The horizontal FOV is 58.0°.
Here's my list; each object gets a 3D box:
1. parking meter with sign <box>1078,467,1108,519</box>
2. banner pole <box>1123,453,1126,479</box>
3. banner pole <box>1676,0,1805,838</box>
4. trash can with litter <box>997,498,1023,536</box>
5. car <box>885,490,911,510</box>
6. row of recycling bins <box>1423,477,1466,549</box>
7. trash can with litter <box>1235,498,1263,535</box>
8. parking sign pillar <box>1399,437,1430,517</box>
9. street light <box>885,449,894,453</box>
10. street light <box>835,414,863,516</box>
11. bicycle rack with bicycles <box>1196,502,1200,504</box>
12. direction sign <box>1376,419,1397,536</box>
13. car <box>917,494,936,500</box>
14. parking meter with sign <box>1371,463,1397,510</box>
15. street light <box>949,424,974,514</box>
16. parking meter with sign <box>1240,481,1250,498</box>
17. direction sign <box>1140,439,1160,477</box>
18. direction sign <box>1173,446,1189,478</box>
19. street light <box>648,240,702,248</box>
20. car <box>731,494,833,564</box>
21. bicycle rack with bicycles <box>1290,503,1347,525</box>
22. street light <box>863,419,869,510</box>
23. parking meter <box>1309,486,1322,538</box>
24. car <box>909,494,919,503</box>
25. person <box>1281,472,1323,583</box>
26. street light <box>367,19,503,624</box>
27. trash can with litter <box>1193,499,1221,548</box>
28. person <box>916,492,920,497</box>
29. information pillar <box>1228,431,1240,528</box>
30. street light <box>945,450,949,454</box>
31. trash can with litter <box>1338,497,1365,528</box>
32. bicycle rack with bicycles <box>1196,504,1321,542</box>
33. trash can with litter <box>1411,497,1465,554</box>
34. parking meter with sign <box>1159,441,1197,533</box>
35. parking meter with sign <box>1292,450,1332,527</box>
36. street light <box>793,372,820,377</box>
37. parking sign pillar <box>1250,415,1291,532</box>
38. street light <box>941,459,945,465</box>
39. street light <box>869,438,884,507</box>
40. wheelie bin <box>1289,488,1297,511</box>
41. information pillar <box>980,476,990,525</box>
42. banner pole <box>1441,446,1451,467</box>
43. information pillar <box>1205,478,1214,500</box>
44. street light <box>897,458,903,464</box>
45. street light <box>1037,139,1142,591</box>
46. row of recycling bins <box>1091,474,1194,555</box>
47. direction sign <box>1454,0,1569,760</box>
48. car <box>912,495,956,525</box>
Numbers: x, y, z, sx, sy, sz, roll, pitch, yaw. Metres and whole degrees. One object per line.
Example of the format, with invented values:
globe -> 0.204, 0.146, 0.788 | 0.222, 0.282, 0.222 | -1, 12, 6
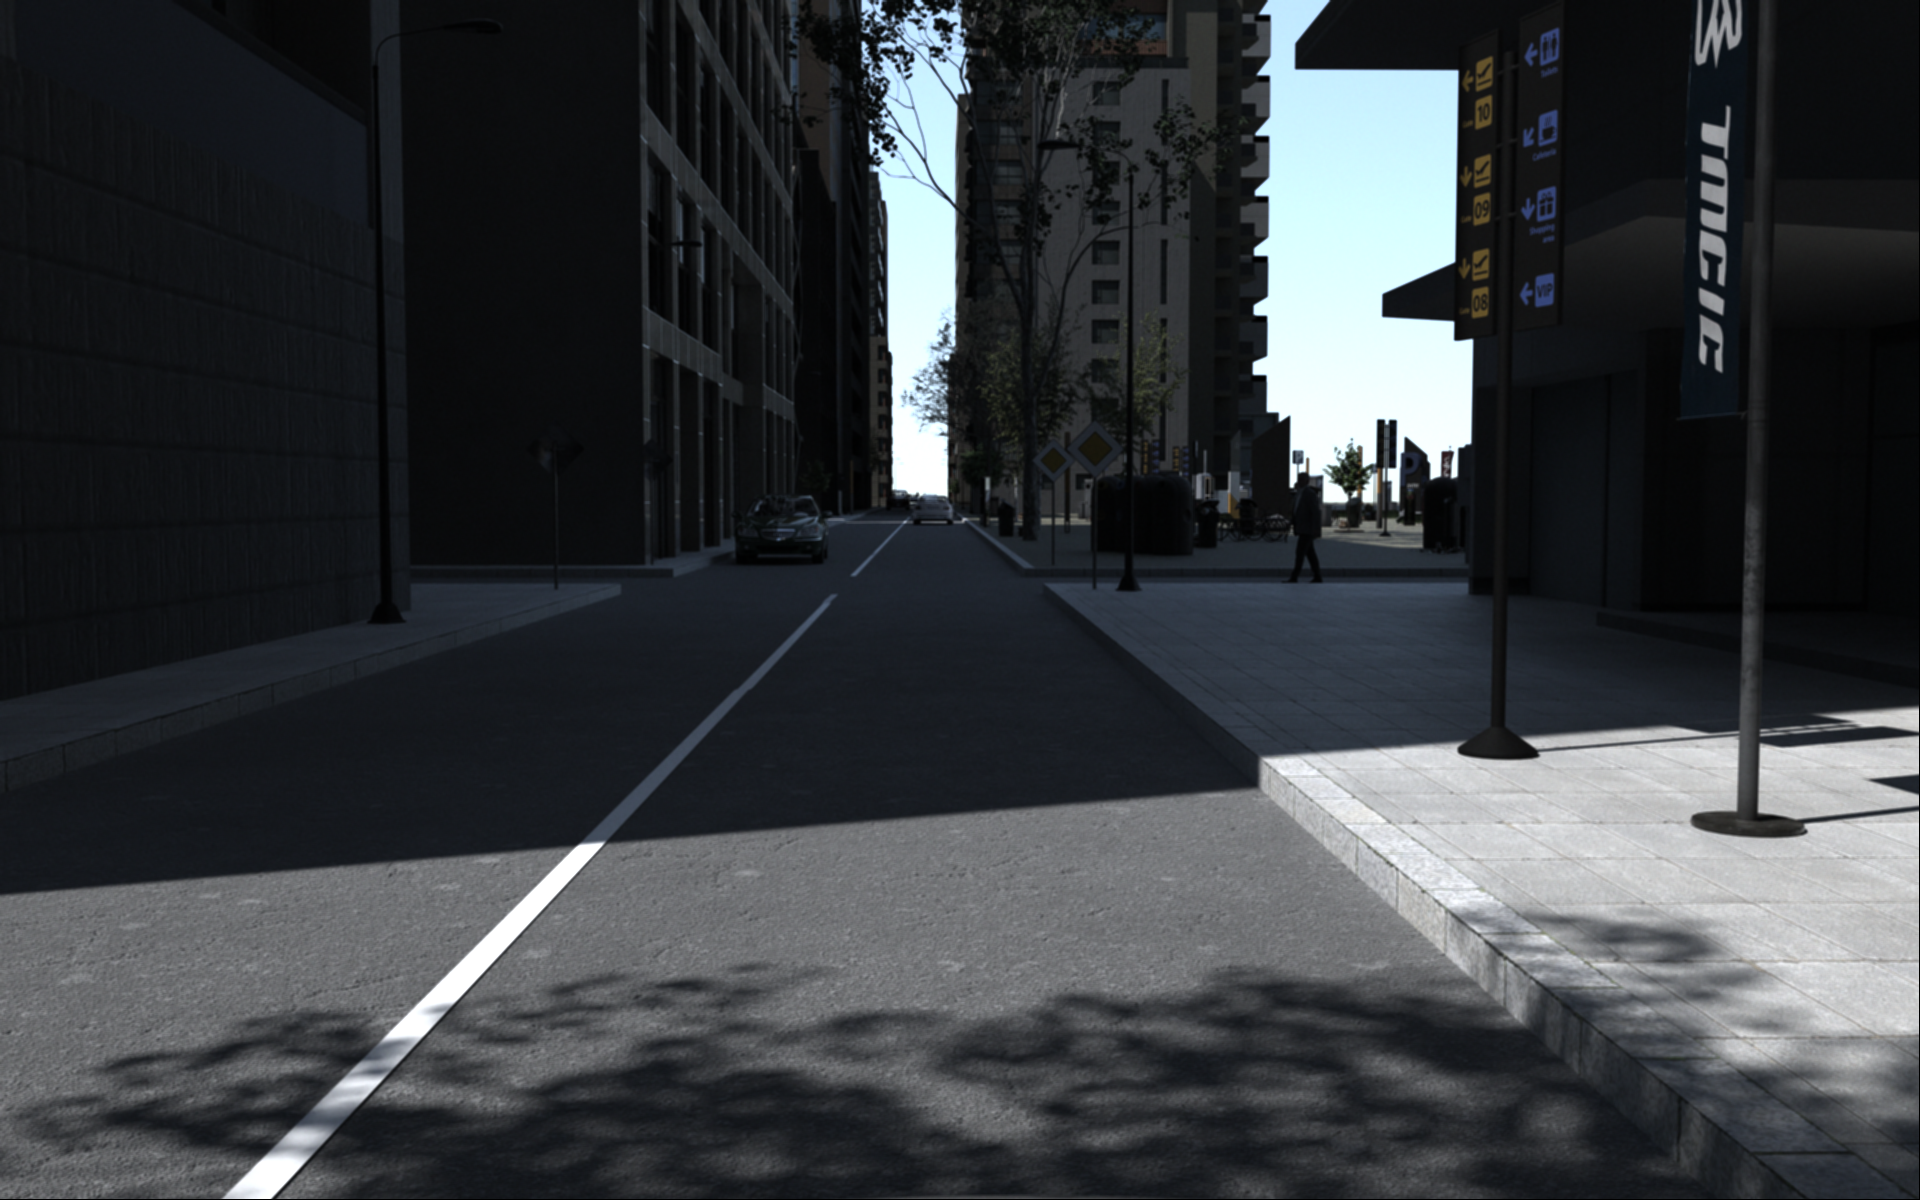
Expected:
parking meter with sign -> 6.766, -5.656, 88.742 | 0.543, 3.016, 1.738 | -3, 5, -41
banner pole -> 9.198, -6.508, 96.425 | 0.401, 3.779, 0.863 | 1, 4, 21
banner pole -> 3.012, -1.025, 6.771 | 0.401, 3.779, 0.863 | 0, 4, -3
trash can with litter -> 1.650, -2.521, 52.611 | 1.055, 1.170, 0.624 | 1, 4, 8
car -> -5.466, -8.835, 153.117 | 2.281, 1.827, 5.304 | 0, 4, 0
row of recycling bins -> 12.251, -2.129, 41.918 | 1.069, 1.692, 3.534 | 3, 4, 38
trash can with litter -> 9.117, -2.624, 54.289 | 0.624, 1.170, 1.055 | 3, 4, 39
parking sign pillar -> 21.107, -5.636, 80.614 | 1.447, 3.967, 1.447 | -2, 4, -34
street light -> -7.746, -12.536, 177.496 | 1.470, 5.913, 1.316 | 0, 4, -1
street light -> -6.572, -7.828, 100.526 | 1.470, 5.913, 1.316 | 0, 4, -1
bicycle rack with bicycles -> 13.288, -5.087, 96.546 | 2.925, 0.926, 2.852 | 0, 4, -7
direction sign -> 12.935, -3.705, 52.567 | 0.876, 3.537, 0.379 | -2, 4, -35
car -> -2.415, -7.848, 138.101 | 2.009, 1.686, 4.222 | 0, 4, -1
parking meter with sign -> 24.043, -6.223, 98.012 | 0.543, 3.016, 1.738 | -2, 4, -30
street light -> 0.200, -8.644, 113.867 | 1.470, 5.913, 1.316 | 0, 4, -1
parking meter with sign -> 17.139, -6.564, 103.580 | 1.738, 3.016, 0.543 | -2, 4, -29
direction sign -> 7.891, -4.892, 71.984 | 0.876, 3.537, 0.379 | 2, 4, 35
direction sign -> 10.462, -5.512, 82.120 | 0.876, 3.537, 0.379 | 3, 4, 37
street light -> -5.406, -3.624, 31.789 | 1.470, 5.913, 1.316 | 0, 4, -1
car -> -3.784, -1.551, 37.163 | 2.131, 1.459, 4.920 | 0, 4, -3
bicycle rack with bicycles -> 14.901, -3.578, 71.879 | 2.852, 0.926, 2.925 | -1, 4, -14
street light -> -6.559, -8.260, 107.594 | 1.470, 5.913, 1.316 | 0, 4, -1
parking meter -> 10.431, -2.595, 50.845 | 0.372, 1.533, 0.369 | 0, 3, 0
car -> -7.118, -15.209, 260.668 | 2.014, 1.417, 4.499 | 0, 4, -2
person -> 5.320, -1.110, 27.042 | 0.834, 1.777, 0.661 | -1, 4, -22
street light -> -5.177, -2.725, 17.099 | 1.470, 5.913, 1.316 | 0, 4, -1
trash can with litter -> 5.777, -1.851, 41.651 | 0.624, 1.170, 1.055 | -2, 4, -30
person -> -6.500, -15.634, 264.133 | 1.348, 1.822, 0.705 | -2, 4, -35
information pillar -> 10.128, -4.435, 63.872 | 0.504, 3.616, 0.183 | -2, 4, -31
street light -> -0.292, -10.742, 148.174 | 1.470, 5.913, 1.316 | 0, 4, -1
trash can with litter -> 14.690, -3.282, 65.044 | 0.624, 1.170, 1.055 | 3, 5, 45
bicycle rack with bicycles -> 8.127, -2.071, 47.243 | 2.925, 0.926, 2.852 | 2, 4, 26
trash can with litter -> 10.605, -1.653, 38.083 | 1.678, 1.210, 2.233 | 2, 4, 26
parking meter with sign -> 6.888, -3.709, 56.904 | 1.738, 3.016, 0.543 | 1, 4, 14
parking meter with sign -> 13.917, -4.401, 68.221 | 0.543, 3.016, 1.738 | -3, 4, -36
street light -> -6.028, -5.730, 66.219 | 1.470, 5.913, 1.316 | 0, 4, -1
parking sign pillar -> 10.579, -4.320, 59.102 | 1.447, 3.967, 1.447 | 0, 4, 3
street light -> -0.981, -12.856, 182.735 | 1.470, 5.913, 1.316 | 0, 4, -1
street light -> -7.233, -10.417, 142.854 | 1.470, 5.913, 1.316 | 0, 4, -1
wheelie bin -> 16.689, -4.864, 87.431 | 0.980, 1.594, 0.693 | -2, 4, -25
information pillar -> 1.017, -4.081, 71.224 | 0.304, 2.012, 0.304 | -3, 5, -40
banner pole -> 25.186, -6.096, 89.692 | 0.401, 3.779, 0.863 | -2, 4, -28
information pillar -> 11.124, -4.446, 77.180 | 0.304, 2.012, 0.304 | -3, 5, -39
street light -> -8.493, -15.469, 225.458 | 1.470, 5.913, 1.316 | 0, 4, -1
street light -> 1.706, -3.078, 22.872 | 1.470, 5.913, 1.316 | 0, 4, -1
row of recycling bins -> 3.967, -1.877, 37.810 | 1.069, 1.692, 3.534 | -2, 4, -24
direction sign -> 2.651, -1.005, 8.436 | 0.379, 3.537, 0.876 | -1, 4, -16
car -> -1.245, -4.253, 81.891 | 2.083, 1.381, 4.827 | 0, 4, 0
